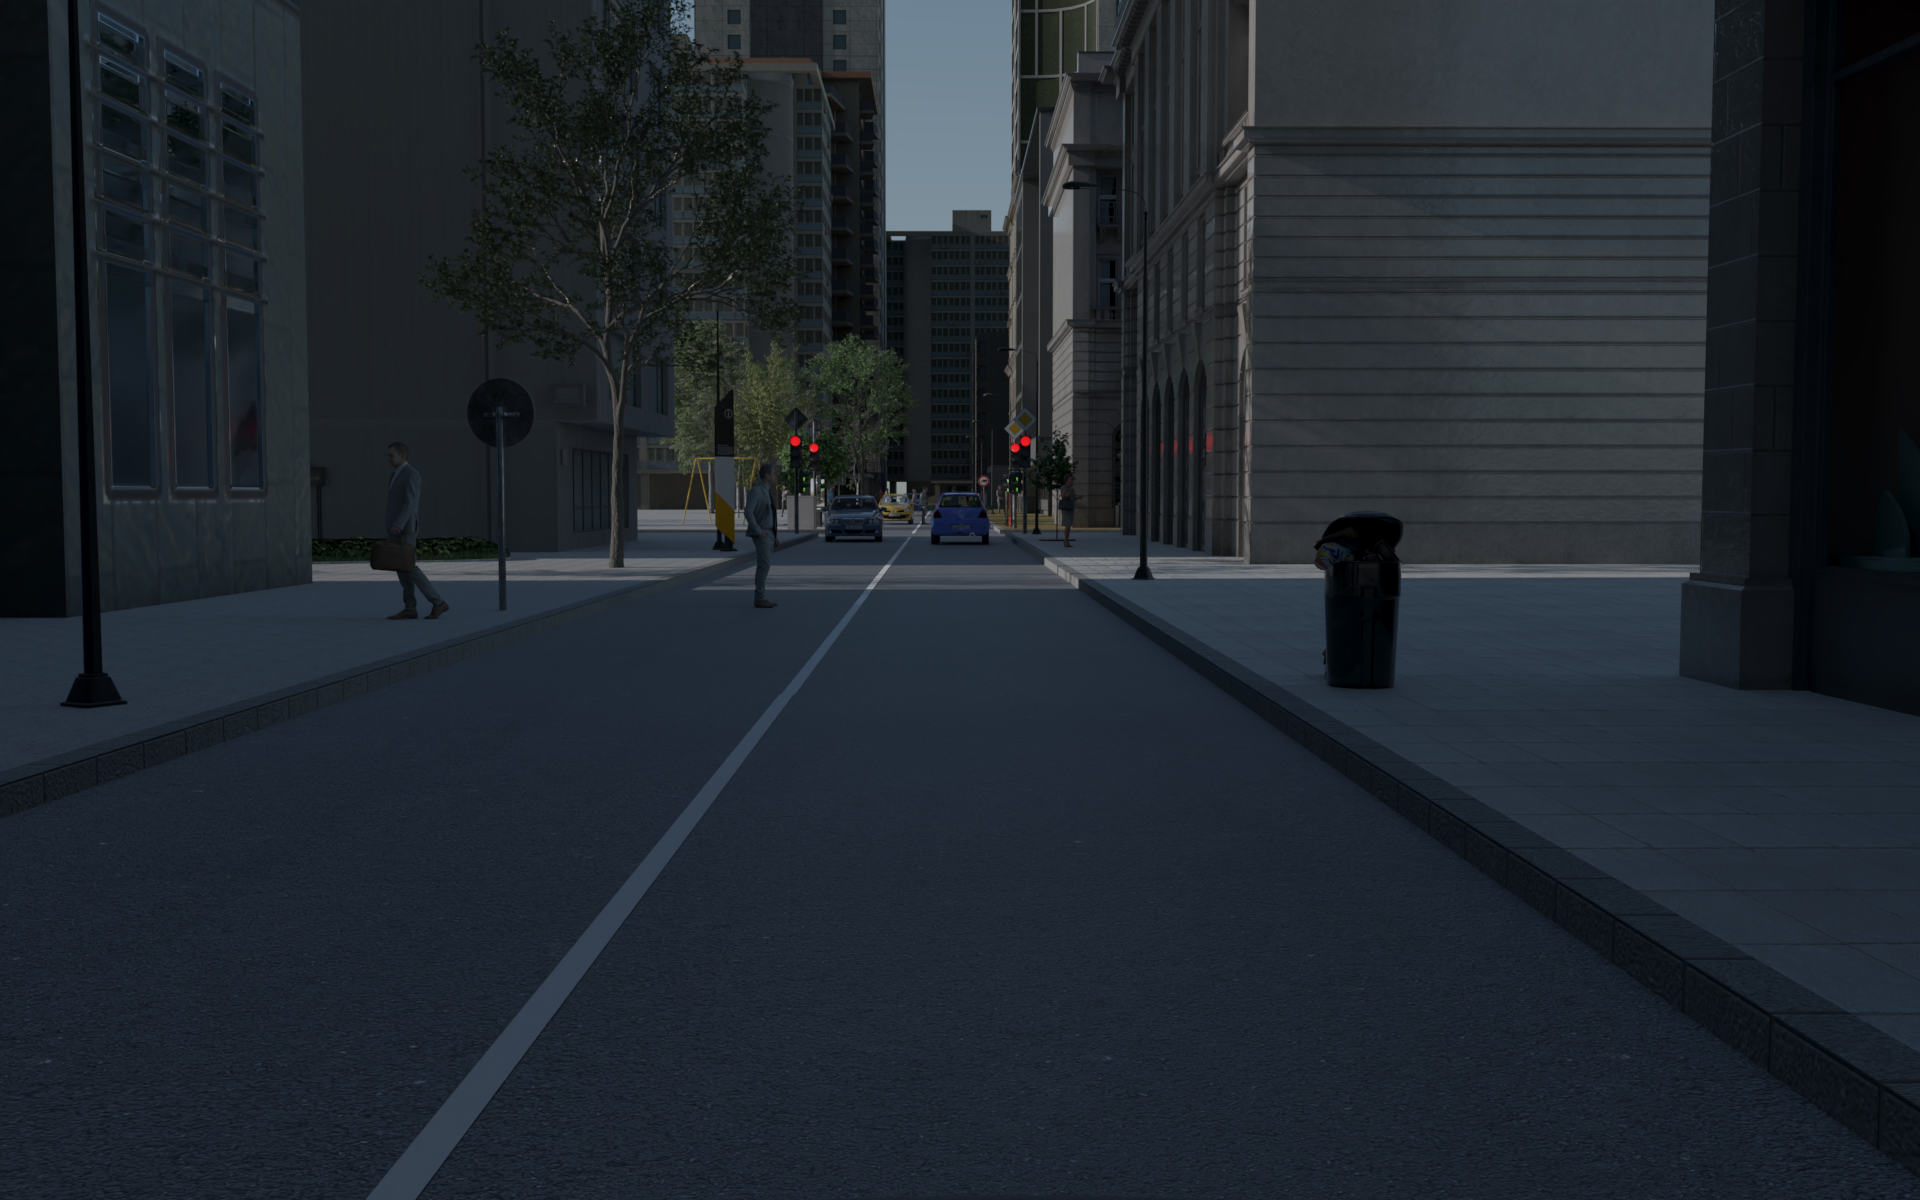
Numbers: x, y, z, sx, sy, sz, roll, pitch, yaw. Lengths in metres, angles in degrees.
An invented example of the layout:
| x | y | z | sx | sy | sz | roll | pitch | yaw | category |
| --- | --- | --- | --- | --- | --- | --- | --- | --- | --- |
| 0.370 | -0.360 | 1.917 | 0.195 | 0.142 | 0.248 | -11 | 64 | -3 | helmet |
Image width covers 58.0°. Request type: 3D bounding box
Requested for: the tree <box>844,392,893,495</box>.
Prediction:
| x | y | z | sx | sy | sz | roll | pitch | yaw | category |
| --- | --- | --- | --- | --- | --- | --- | --- | --- | --- |
| -7.181 | -10.632 | 124.203 | 4.360 | 8.622 | 3.978 | 0 | 3 | 0 | tree |

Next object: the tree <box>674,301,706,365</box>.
| x | y | z | sx | sy | sz | roll | pitch | yaw | category |
| --- | --- | --- | --- | --- | --- | --- | --- | --- | --- |
| -25.020 | -16.825 | 130.973 | 12.611 | 20.169 | 13.585 | 0 | 3 | 0 | tree |

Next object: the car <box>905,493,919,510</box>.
| x | y | z | sx | sy | sz | roll | pitch | yaw | category |
| --- | --- | --- | --- | --- | --- | --- | --- | --- | --- |
| -4.639 | -9.157 | 159.303 | 1.945 | 1.707 | 3.694 | 0 | 4 | 0 | car |

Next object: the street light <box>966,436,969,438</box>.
| x | y | z | sx | sy | sz | roll | pitch | yaw | category |
| --- | --- | --- | --- | --- | --- | --- | --- | --- | --- |
| 1.198 | -10.170 | 138.826 | 1.470 | 5.913 | 1.316 | 0 | 4 | -1 | street light |

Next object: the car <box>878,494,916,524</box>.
| x | y | z | sx | sy | sz | roll | pitch | yaw | category |
| --- | --- | --- | --- | --- | --- | --- | --- | --- | --- |
| -3.099 | -4.454 | 83.046 | 2.015 | 1.641 | 3.980 | 0 | 4 | 0 | car |

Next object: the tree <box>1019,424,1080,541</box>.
| x | y | z | sx | sy | sz | roll | pitch | yaw | category |
| --- | --- | --- | --- | --- | --- | --- | --- | --- | --- |
| 2.698 | -3.245 | 47.656 | 1.663 | 3.219 | 1.824 | 0 | 3 | 0 | tree |

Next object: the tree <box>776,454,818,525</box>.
| x | y | z | sx | sy | sz | roll | pitch | yaw | category |
| --- | --- | --- | --- | --- | --- | --- | --- | --- | --- |
| -6.915 | -4.726 | 71.875 | 1.663 | 3.219 | 1.824 | 0 | 3 | 0 | tree |

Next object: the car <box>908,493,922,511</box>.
| x | y | z | sx | sy | sz | roll | pitch | yaw | category |
| --- | --- | --- | --- | --- | --- | --- | --- | --- | --- |
| -3.998 | -8.654 | 151.089 | 1.945 | 1.707 | 3.694 | 0 | 4 | -2 | car |

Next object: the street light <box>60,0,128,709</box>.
| x | y | z | sx | sy | sz | roll | pitch | yaw | category |
| --- | --- | --- | --- | --- | --- | --- | --- | --- | --- |
| -4.726 | -2.313 | 10.353 | 1.470 | 5.913 | 1.316 | 0 | 4 | -1 | street light |

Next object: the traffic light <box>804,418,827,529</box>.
| x | y | z | sx | sy | sz | roll | pitch | yaw | category |
| --- | --- | --- | --- | --- | --- | --- | --- | --- | --- |
| -5.351 | -4.590 | 63.971 | 0.839 | 4.253 | 0.868 | 0 | 4 | -1 | traffic light |

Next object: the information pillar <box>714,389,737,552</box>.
| x | y | z | sx | sy | sz | roll | pitch | yaw | category |
| --- | --- | --- | --- | --- | --- | --- | --- | --- | --- |
| -5.229 | -2.887 | 38.561 | 0.504 | 3.616 | 0.183 | -3 | 5 | -43 | information pillar |

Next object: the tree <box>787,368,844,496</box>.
| x | y | z | sx | sy | sz | roll | pitch | yaw | category |
| --- | --- | --- | --- | --- | --- | --- | --- | --- | --- |
| -9.295 | -9.165 | 100.213 | 4.360 | 8.622 | 3.978 | 0 | 3 | 0 | tree |

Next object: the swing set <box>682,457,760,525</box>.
| x | y | z | sx | sy | sz | roll | pitch | yaw | category |
| --- | --- | --- | --- | --- | --- | --- | --- | --- | --- |
| -9.921 | -4.703 | 74.520 | 3.119 | 2.851 | 2.862 | 1 | 4 | 17 | swing set |

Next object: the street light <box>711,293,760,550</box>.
| x | y | z | sx | sy | sz | roll | pitch | yaw | category |
| --- | --- | --- | --- | --- | --- | --- | --- | --- | --- |
| -4.992 | -4.106 | 39.669 | 1.470 | 5.913 | 1.316 | 0 | 4 | -1 | street light |

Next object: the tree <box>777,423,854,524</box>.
| x | y | z | sx | sy | sz | roll | pitch | yaw | category |
| --- | --- | --- | --- | --- | --- | --- | --- | --- | --- |
| -6.314 | -5.622 | 75.626 | 4.285 | 4.588 | 4.351 | 0 | 3 | 0 | tree |

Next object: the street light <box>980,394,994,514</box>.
| x | y | z | sx | sy | sz | roll | pitch | yaw | category |
| --- | --- | --- | --- | --- | --- | --- | --- | --- | --- |
| 1.796 | -6.580 | 80.120 | 1.470 | 5.913 | 1.316 | 0 | 4 | -1 | street light |

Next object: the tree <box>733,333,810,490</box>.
| x | y | z | sx | sy | sz | roll | pitch | yaw | category |
| --- | --- | --- | --- | --- | --- | --- | --- | --- | --- |
| -8.993 | -7.917 | 79.810 | 4.737 | 8.622 | 4.395 | 0 | 3 | 0 | tree |

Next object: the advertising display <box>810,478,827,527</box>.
| x | y | z | sx | sy | sz | roll | pitch | yaw | category |
| --- | --- | --- | --- | --- | --- | --- | --- | --- | --- |
| -5.508 | -3.804 | 67.411 | 0.123 | 1.923 | 0.974 | -3 | 5 | -41 | advertising display |

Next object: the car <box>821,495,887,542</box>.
| x | y | z | sx | sy | sz | roll | pitch | yaw | category |
| --- | --- | --- | --- | --- | --- | --- | --- | --- | --- |
| -3.253 | -2.535 | 53.450 | 2.014 | 1.417 | 4.499 | 0 | 4 | -2 | car |

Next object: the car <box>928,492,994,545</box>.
| x | y | z | sx | sy | sz | roll | pitch | yaw | category |
| --- | --- | --- | --- | --- | --- | --- | --- | --- | --- |
| 0.014 | -2.501 | 50.481 | 1.945 | 1.707 | 3.694 | 0 | 4 | 0 | car |

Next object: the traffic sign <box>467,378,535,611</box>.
| x | y | z | sx | sy | sz | roll | pitch | yaw | category |
| --- | --- | --- | --- | --- | --- | --- | --- | --- | --- |
| -5.041 | -1.157 | 19.017 | 0.768 | 2.556 | 0.104 | 0 | 4 | 6 | traffic sign |

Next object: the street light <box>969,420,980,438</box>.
| x | y | z | sx | sy | sz | roll | pitch | yaw | category |
| --- | --- | --- | --- | --- | --- | --- | --- | --- | --- |
| 1.501 | -8.362 | 109.253 | 1.470 | 5.913 | 1.316 | 0 | 4 | -1 | street light |

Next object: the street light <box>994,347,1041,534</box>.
| x | y | z | sx | sy | sz | roll | pitch | yaw | category |
| --- | --- | --- | --- | --- | --- | --- | --- | --- | --- |
| 1.901 | -5.042 | 54.982 | 1.470 | 5.913 | 1.316 | 0 | 4 | -1 | street light |

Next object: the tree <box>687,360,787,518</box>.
| x | y | z | sx | sy | sz | roll | pitch | yaw | category |
| --- | --- | --- | --- | --- | --- | --- | --- | --- | --- |
| -12.054 | -8.665 | 92.033 | 4.360 | 8.622 | 3.978 | 0 | 3 | 0 | tree |

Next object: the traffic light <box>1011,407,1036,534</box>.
| x | y | z | sx | sy | sz | roll | pitch | yaw | category |
| --- | --- | --- | --- | --- | --- | --- | --- | --- | --- |
| 2.086 | -4.107 | 56.072 | 0.839 | 4.253 | 0.868 | 0 | 4 | -1 | traffic light |

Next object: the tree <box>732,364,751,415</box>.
| x | y | z | sx | sy | sz | roll | pitch | yaw | category |
| --- | --- | --- | --- | --- | --- | --- | --- | --- | --- |
| -14.008 | -12.320 | 127.183 | 9.928 | 11.665 | 9.643 | 0 | 3 | 0 | tree |

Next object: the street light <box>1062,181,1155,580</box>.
| x | y | z | sx | sy | sz | roll | pitch | yaw | category |
| --- | --- | --- | --- | --- | --- | --- | --- | --- | --- |
| 2.216 | -3.260 | 25.850 | 1.470 | 5.913 | 1.316 | 0 | 4 | -1 | street light |

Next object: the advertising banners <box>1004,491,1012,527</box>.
| x | y | z | sx | sy | sz | roll | pitch | yaw | category |
| --- | --- | --- | --- | --- | --- | --- | --- | --- | --- |
| 1.973 | -4.394 | 68.023 | 0.090 | 3.025 | 2.074 | -1 | 4 | -9 | advertising banners |

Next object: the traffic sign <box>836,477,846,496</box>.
| x | y | z | sx | sy | sz | roll | pitch | yaw | category |
| --- | --- | --- | --- | --- | --- | --- | --- | --- | --- |
| -5.607 | -4.782 | 80.310 | 0.606 | 2.300 | 0.079 | 1 | 4 | 9 | traffic sign |

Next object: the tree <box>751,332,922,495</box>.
| x | y | z | sx | sy | sz | roll | pitch | yaw | category |
| --- | --- | --- | --- | --- | --- | --- | --- | --- | --- |
| -6.505 | -11.438 | 112.774 | 9.928 | 11.665 | 9.643 | 0 | 3 | 0 | tree |

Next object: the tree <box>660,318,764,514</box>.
| x | y | z | sx | sy | sz | roll | pitch | yaw | category |
| --- | --- | --- | --- | --- | --- | --- | --- | --- | --- |
| -16.607 | -11.883 | 112.414 | 7.486 | 12.596 | 7.792 | 0 | 3 | 0 | tree |

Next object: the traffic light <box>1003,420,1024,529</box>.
| x | y | z | sx | sy | sz | roll | pitch | yaw | category |
| --- | --- | --- | --- | --- | --- | --- | --- | --- | --- |
| 2.009 | -4.595 | 64.057 | 0.839 | 4.253 | 0.868 | 0 | 4 | -1 | traffic light |

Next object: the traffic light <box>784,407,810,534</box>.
| x | y | z | sx | sy | sz | roll | pitch | yaw | category |
| --- | --- | --- | --- | --- | --- | --- | --- | --- | --- |
| -5.275 | -4.102 | 55.986 | 0.839 | 4.253 | 0.868 | 0 | 4 | -1 | traffic light |

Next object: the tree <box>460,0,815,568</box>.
| x | y | z | sx | sy | sz | roll | pitch | yaw | category |
| --- | --- | --- | --- | --- | --- | --- | --- | --- | --- |
| -5.733 | -5.855 | 30.142 | 7.601 | 10.594 | 8.767 | -3 | 5 | -44 | tree |
